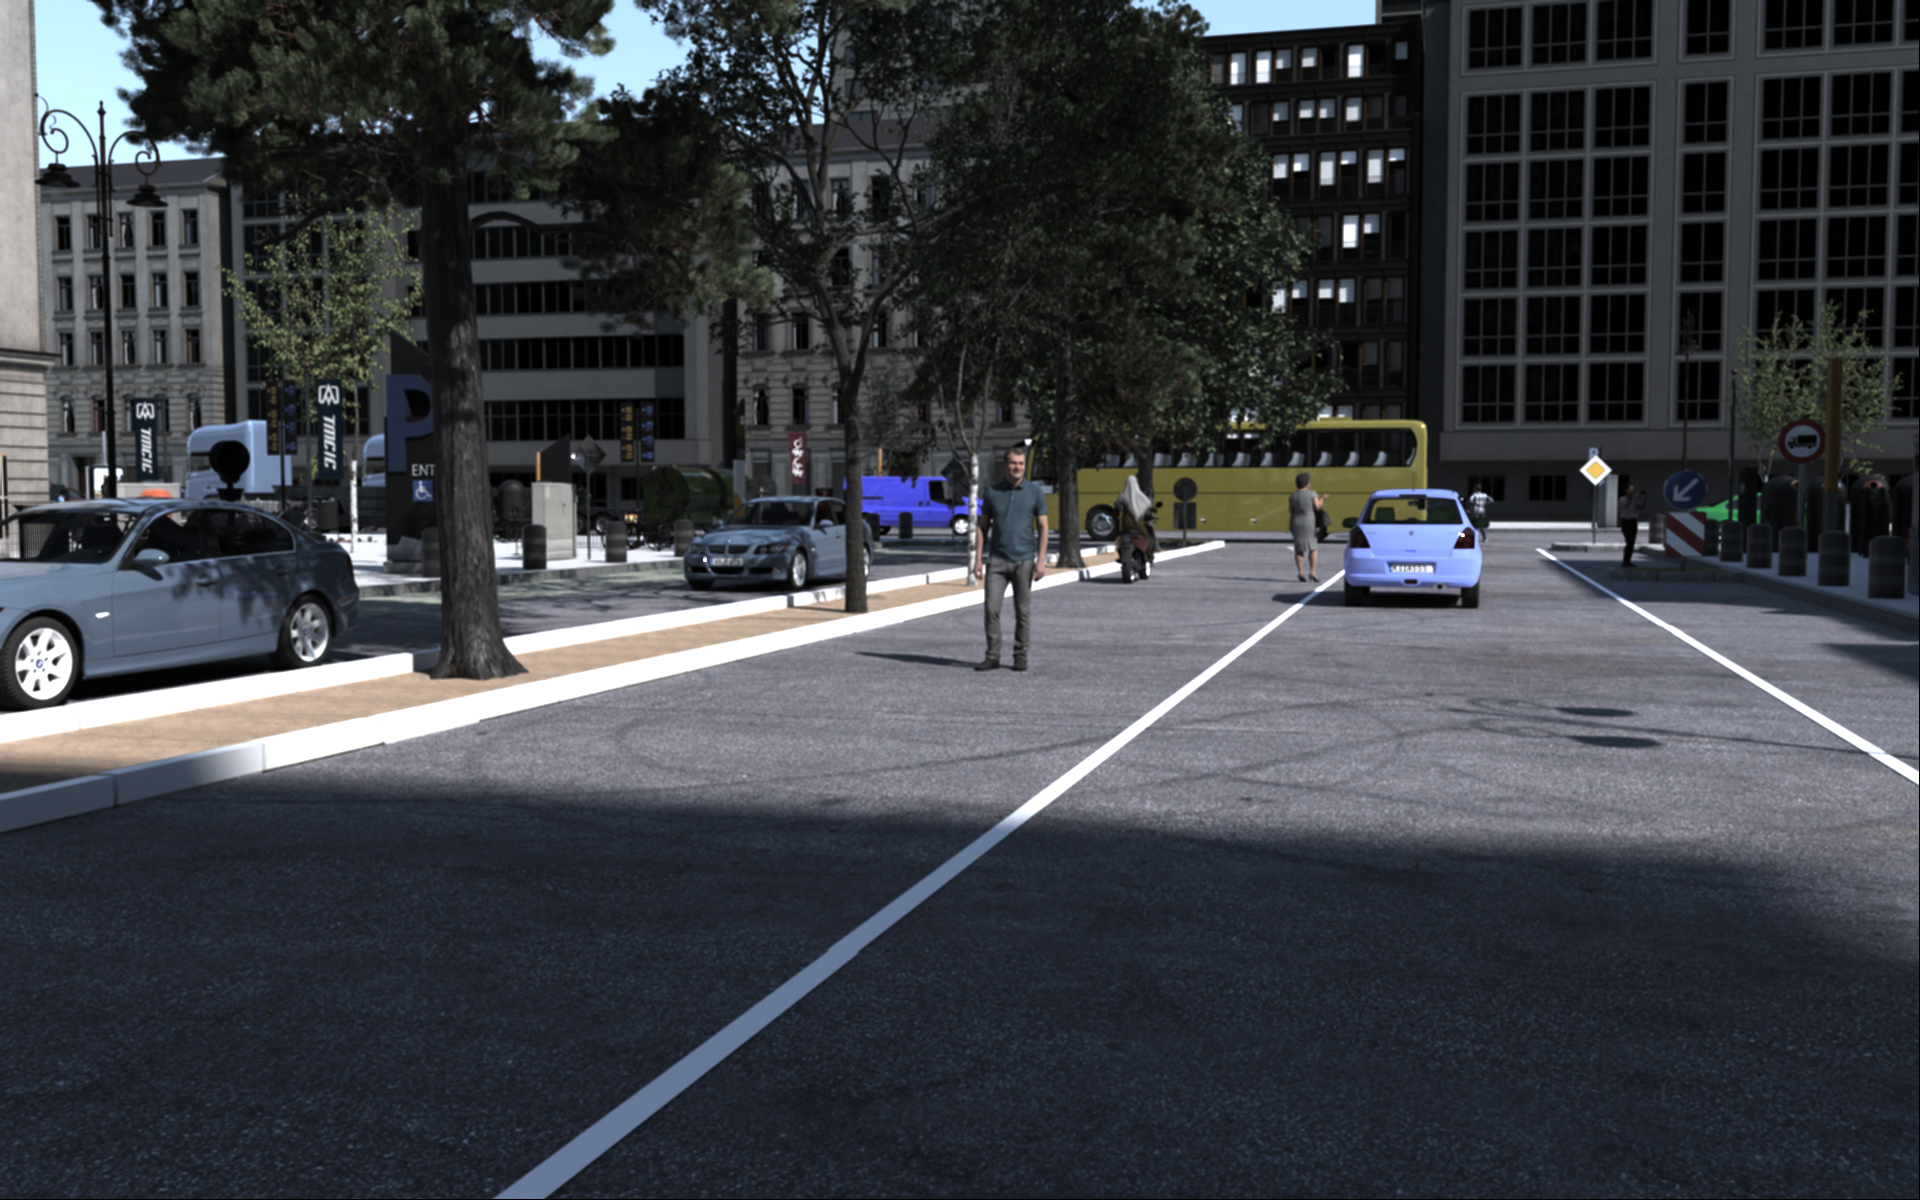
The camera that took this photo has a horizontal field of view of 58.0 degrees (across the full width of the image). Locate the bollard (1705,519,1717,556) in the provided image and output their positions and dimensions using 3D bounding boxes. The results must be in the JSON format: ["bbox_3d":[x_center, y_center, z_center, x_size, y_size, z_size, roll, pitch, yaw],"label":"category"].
[{"bbox_3d":[15.521,-1.296,35.901,0.404,0.777,0.398,0,3,0],"label":"bollard"}]

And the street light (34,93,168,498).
[{"bbox_3d":[-10.082,-2.919,20.513,0.468,5.910,1.993,1,4,16],"label":"street light"}]

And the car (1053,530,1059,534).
[{"bbox_3d":[5.113,-3.210,62.276,4.222,1.686,2.009,1,4,14],"label":"car"}]

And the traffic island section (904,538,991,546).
[{"bbox_3d":[-0.209,-1.621,48.789,2.009,0.180,2.903,1,4,16],"label":"traffic island section"}]

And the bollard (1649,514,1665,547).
[{"bbox_3d":[17.962,-1.828,44.609,0.404,0.777,0.398,0,3,0],"label":"bollard"}]

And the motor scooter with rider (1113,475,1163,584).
[{"bbox_3d":[2.910,-1.182,28.295,0.876,1.779,1.986,1,4,16],"label":"motor scooter with rider"}]

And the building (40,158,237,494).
[{"bbox_3d":[-49.140,-15.563,103.606,18.267,20.994,9.793,1,4,16],"label":"building"}]

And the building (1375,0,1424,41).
[{"bbox_3d":[68.266,-49.103,241.081,20.611,71.187,20.563,1,4,16],"label":"building"}]

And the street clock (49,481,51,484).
[{"bbox_3d":[-51.840,-5.748,98.554,0.358,2.002,0.471,-1,4,-18],"label":"street clock"}]

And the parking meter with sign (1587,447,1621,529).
[{"bbox_3d":[24.232,-4.187,64.714,1.738,3.016,0.543,-2,4,-31],"label":"parking meter with sign"}]

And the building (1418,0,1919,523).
[{"bbox_3d":[34.260,-17.653,82.141,24.014,27.812,14.314,1,4,16],"label":"building"}]

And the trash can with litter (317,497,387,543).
[{"bbox_3d":[-16.396,-2.140,46.044,2.233,1.210,1.678,-1,4,-14],"label":"trash can with litter"}]

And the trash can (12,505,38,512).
[{"bbox_3d":[-12.303,-0.711,23.283,0.748,1.137,0.748,0,3,0],"label":"trash can"}]

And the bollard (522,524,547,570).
[{"bbox_3d":[-7.249,-0.904,29.498,0.404,0.777,0.398,0,3,0],"label":"bollard"}]

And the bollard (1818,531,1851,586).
[{"bbox_3d":[12.260,-0.585,24.282,0.404,0.777,0.398,0,3,0],"label":"bollard"}]

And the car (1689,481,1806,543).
[{"bbox_3d":[23.142,-2.472,49.207,4.718,1.807,1.959,1,4,15],"label":"car"}]

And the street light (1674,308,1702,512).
[{"bbox_3d":[18.088,-4.305,43.181,0.468,5.910,1.993,1,4,16],"label":"street light"}]

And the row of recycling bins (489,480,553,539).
[{"bbox_3d":[-13.202,-2.586,49.396,3.534,1.692,1.069,-1,4,-17],"label":"row of recycling bins"}]

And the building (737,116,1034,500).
[{"bbox_3d":[-1.754,-14.802,91.171,18.267,20.994,9.793,1,4,16],"label":"building"}]

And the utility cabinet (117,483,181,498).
[{"bbox_3d":[-16.520,-1.626,35.257,1.173,1.500,0.318,0,4,-8],"label":"utility cabinet"}]

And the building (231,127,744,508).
[{"bbox_3d":[-25.231,-17.138,99.277,30.058,24.678,14.314,1,4,16],"label":"building"}]

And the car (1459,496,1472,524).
[{"bbox_3d":[15.128,-2.927,57.639,4.222,1.686,2.009,1,4,14],"label":"car"}]

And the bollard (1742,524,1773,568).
[{"bbox_3d":[13.889,-0.940,30.080,0.404,0.777,0.398,0,3,0],"label":"bollard"}]

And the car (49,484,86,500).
[{"bbox_3d":[-33.149,-3.319,62.942,5.304,1.827,2.281,1,4,16],"label":"car"}]

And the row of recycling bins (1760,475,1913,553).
[{"bbox_3d":[19.467,-1.890,38.021,3.534,1.692,1.069,1,4,10],"label":"row of recycling bins"}]

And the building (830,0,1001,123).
[{"bbox_3d":[1.718,-43.624,151.496,20.563,71.187,20.611,1,4,16],"label":"building"}]

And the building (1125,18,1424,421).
[{"bbox_3d":[14.923,-15.745,87.103,15.834,23.373,12.332,1,4,16],"label":"building"}]

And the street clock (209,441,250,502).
[{"bbox_3d":[-9.896,-1.158,23.511,0.358,2.002,0.471,3,4,36],"label":"street clock"}]

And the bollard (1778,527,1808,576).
[{"bbox_3d":[13.074,-0.762,27.181,0.404,0.777,0.398,0,3,0],"label":"bollard"}]

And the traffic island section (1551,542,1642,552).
[{"bbox_3d":[16.200,-1.340,44.198,2.009,0.180,2.903,1,4,16],"label":"traffic island section"}]

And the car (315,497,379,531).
[{"bbox_3d":[-23.760,-3.412,67.578,4.920,1.459,2.131,1,4,17],"label":"car"}]

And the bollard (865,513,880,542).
[{"bbox_3d":[-2.369,-1.968,46.900,0.404,0.777,0.398,0,3,0],"label":"bollard"}]

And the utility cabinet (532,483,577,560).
[{"bbox_3d":[-7.893,-1.535,33.780,0.318,1.500,1.173,1,4,18],"label":"utility cabinet"}]

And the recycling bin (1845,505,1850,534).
[{"bbox_3d":[21.378,-1.746,41.100,0.722,1.027,0.722,0,4,-1],"label":"recycling bin"}]

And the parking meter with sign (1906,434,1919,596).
[{"bbox_3d":[12.396,-1.571,21.945,0.543,3.016,1.738,1,4,18],"label":"parking meter with sign"}]

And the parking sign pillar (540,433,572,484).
[{"bbox_3d":[-17.833,-5.386,76.530,1.447,3.967,1.447,0,4,2],"label":"parking sign pillar"}]

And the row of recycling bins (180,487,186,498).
[{"bbox_3d":[-42.450,-5.410,95.571,3.534,1.692,1.069,0,4,-3],"label":"row of recycling bins"}]

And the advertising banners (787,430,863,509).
[{"bbox_3d":[-3.703,-3.139,47.511,2.074,3.025,0.090,0,4,4],"label":"advertising banners"}]

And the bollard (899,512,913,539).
[{"bbox_3d":[-1.561,-2.146,49.796,0.404,0.777,0.398,0,3,0],"label":"bollard"}]

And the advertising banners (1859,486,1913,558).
[{"bbox_3d":[19.062,-2.369,34.917,2.074,3.025,0.090,-1,4,-14],"label":"advertising banners"}]

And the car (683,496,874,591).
[{"bbox_3d":[-2.753,-0.935,27.287,2.014,1.417,4.499,1,4,17],"label":"car"}]

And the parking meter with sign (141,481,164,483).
[{"bbox_3d":[-42.077,-5.795,91.003,1.738,3.016,0.543,-2,4,-24],"label":"parking meter with sign"}]

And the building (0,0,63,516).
[{"bbox_3d":[-30.554,-10.536,36.890,19.286,19.102,10.561,1,4,16],"label":"building"}]

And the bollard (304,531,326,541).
[{"bbox_3d":[-8.880,-0.550,23.708,0.404,0.777,0.398,0,3,0],"label":"bollard"}]

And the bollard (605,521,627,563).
[{"bbox_3d":[-6.435,-1.082,32.404,0.404,0.777,0.398,0,3,0],"label":"bollard"}]

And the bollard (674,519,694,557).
[{"bbox_3d":[-5.626,-1.259,35.299,0.404,0.777,0.398,0,3,0],"label":"bollard"}]

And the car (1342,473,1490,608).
[{"bbox_3d":[6.089,-0.833,23.217,1.945,1.707,3.694,1,4,16],"label":"car"}]

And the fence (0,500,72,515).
[{"bbox_3d":[-14.156,-0.889,25.734,0.480,1.192,2.264,2,4,28],"label":"fence"}]

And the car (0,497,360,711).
[{"bbox_3d":[-6.475,-0.070,13.143,2.014,1.417,4.499,1,4,16],"label":"car"}]

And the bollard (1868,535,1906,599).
[{"bbox_3d":[11.449,-0.408,21.387,0.404,0.777,0.398,0,3,0],"label":"bollard"}]

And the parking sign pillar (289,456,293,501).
[{"bbox_3d":[-32.699,-5.783,83.028,1.447,3.967,1.447,1,4,12],"label":"parking sign pillar"}]

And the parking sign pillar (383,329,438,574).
[{"bbox_3d":[-8.681,-2.432,28.241,1.447,3.967,1.447,1,4,9],"label":"parking sign pillar"}]

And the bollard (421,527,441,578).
[{"bbox_3d":[-8.063,-0.727,26.604,0.404,0.777,0.398,0,3,0],"label":"bollard"}]

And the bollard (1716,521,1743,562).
[{"bbox_3d":[14.699,-1.117,32.985,0.404,0.777,0.398,0,3,0],"label":"bollard"}]
